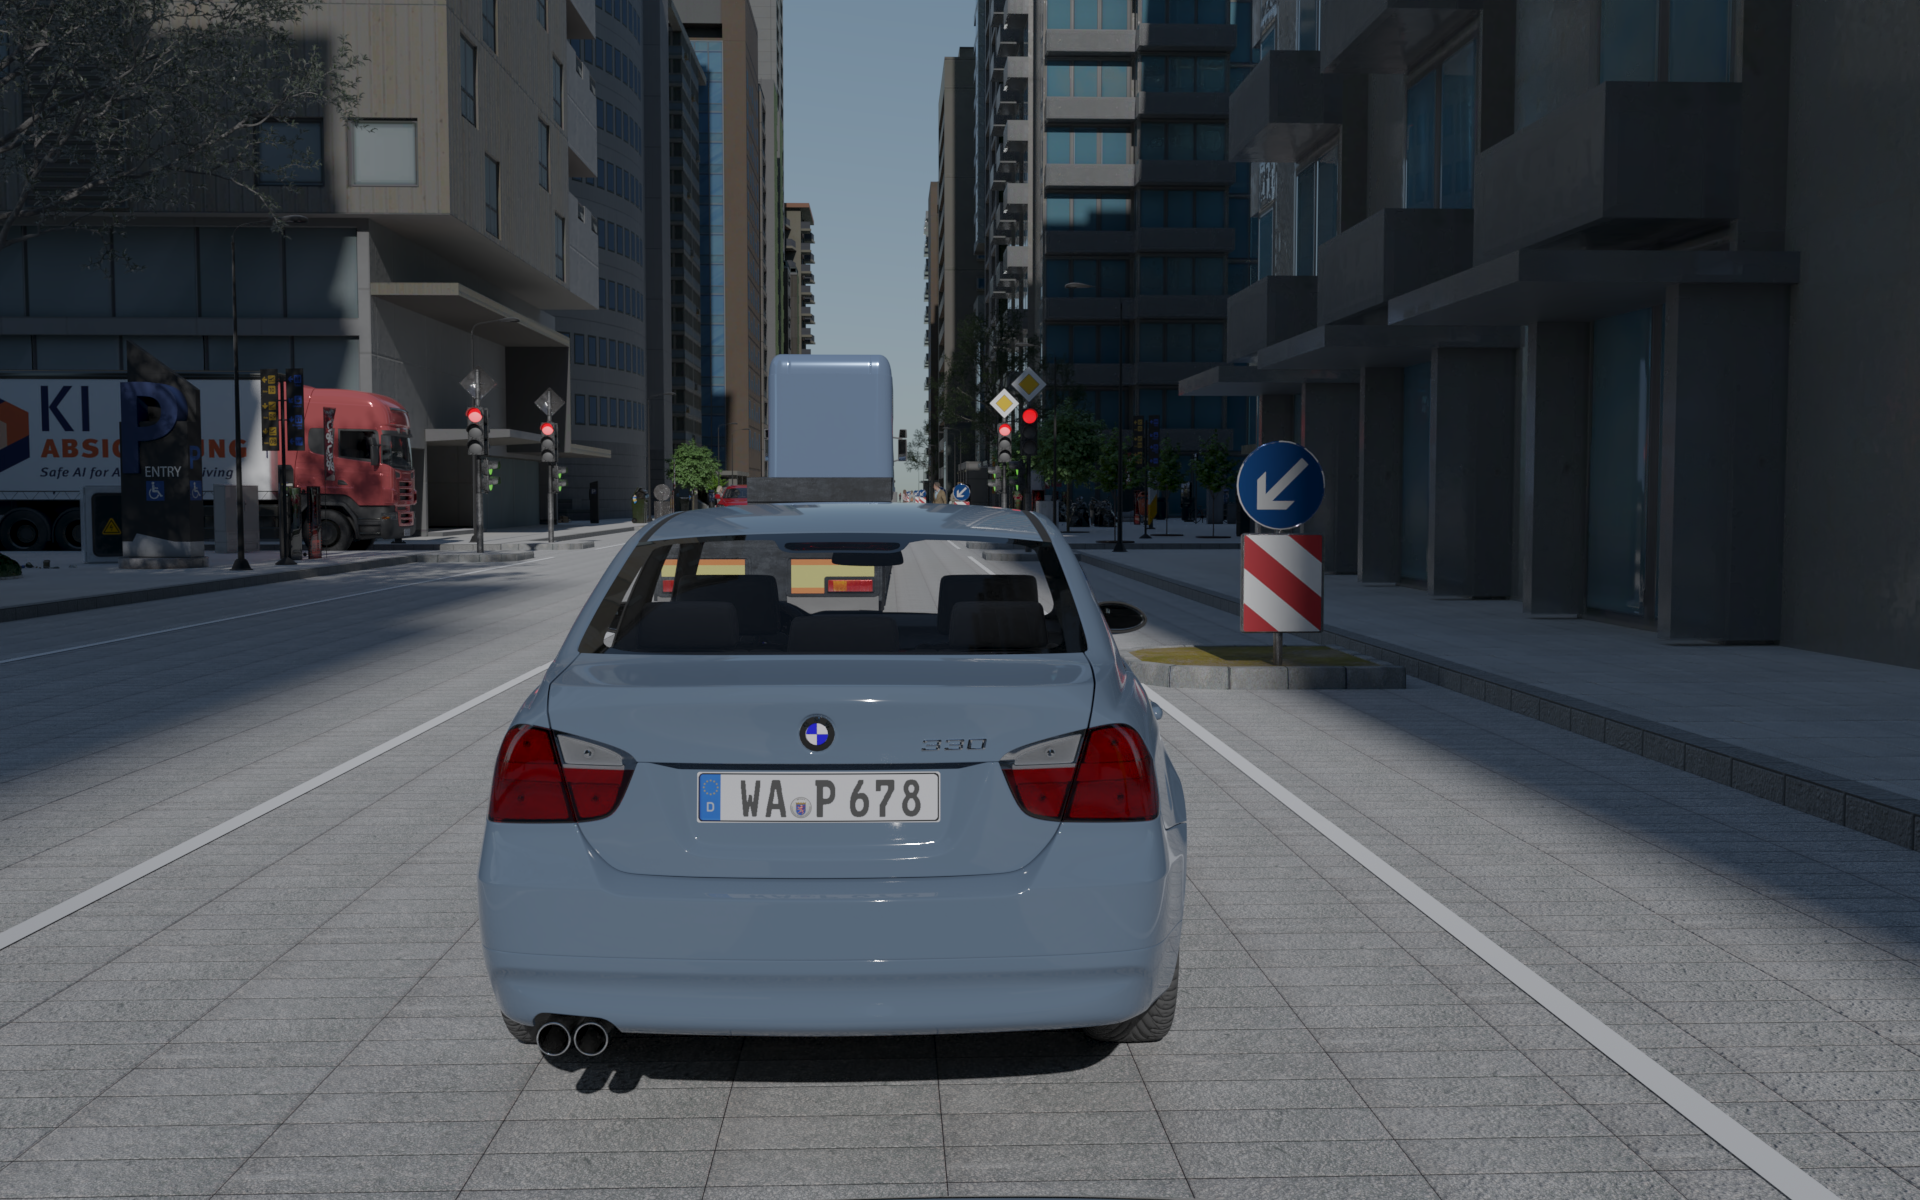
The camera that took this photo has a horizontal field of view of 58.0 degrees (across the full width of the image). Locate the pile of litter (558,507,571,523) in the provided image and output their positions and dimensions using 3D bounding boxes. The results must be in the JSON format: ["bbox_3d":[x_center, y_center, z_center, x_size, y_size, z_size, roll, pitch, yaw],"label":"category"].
[{"bbox_3d":[-17.895,-3.879,77.380,1.176,0.858,1.719,2,4,27],"label":"pile of litter"}]

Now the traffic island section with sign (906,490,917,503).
[{"bbox_3d":[-3.293,-8.362,145.345,1.989,1.847,2.006,0,4,-2],"label":"traffic island section with sign"}]

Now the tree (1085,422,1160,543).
[{"bbox_3d":[3.968,-3.106,45.388,1.663,3.219,1.824,0,3,0],"label":"tree"}]

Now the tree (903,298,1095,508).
[{"bbox_3d":[2.278,-9.010,81.724,8.767,10.594,7.601,1,4,11],"label":"tree"}]

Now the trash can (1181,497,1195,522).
[{"bbox_3d":[10.511,-4.148,79.471,0.748,1.137,0.748,0,3,0],"label":"trash can"}]

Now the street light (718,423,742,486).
[{"bbox_3d":[-15.130,-8.563,112.548,1.470,5.913,1.316,0,4,-2],"label":"street light"}]

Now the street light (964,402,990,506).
[{"bbox_3d":[0.917,-7.008,87.123,1.470,5.913,1.316,0,4,-2],"label":"street light"}]

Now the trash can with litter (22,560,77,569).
[{"bbox_3d":[-16.341,-1.131,29.544,2.233,1.210,1.678,-2,4,-24],"label":"trash can with litter"}]

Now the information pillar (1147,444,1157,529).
[{"bbox_3d":[7.015,-4.390,63.139,0.183,3.616,0.504,3,4,38],"label":"information pillar"}]

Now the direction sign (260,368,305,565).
[{"bbox_3d":[-12.237,-2.407,31.346,0.876,3.537,0.379,1,4,15],"label":"direction sign"}]

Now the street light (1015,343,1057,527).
[{"bbox_3d":[2.386,-4.943,53.361,1.470,5.913,1.316,0,4,-2],"label":"street light"}]

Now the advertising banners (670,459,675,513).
[{"bbox_3d":[-14.102,-5.429,84.960,0.090,3.025,2.074,0,4,-1],"label":"advertising banners"}]

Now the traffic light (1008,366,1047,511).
[{"bbox_3d":[1.495,-3.015,38.211,0.839,4.253,0.868,0,4,-2],"label":"traffic light"}]

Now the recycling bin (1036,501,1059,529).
[{"bbox_3d":[3.111,-3.009,61.748,0.722,1.027,0.722,0,4,-7],"label":"recycling bin"}]

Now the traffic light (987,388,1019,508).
[{"bbox_3d":[1.160,-3.503,46.189,0.839,4.253,0.868,0,4,-2],"label":"traffic light"}]

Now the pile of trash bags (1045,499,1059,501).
[{"bbox_3d":[3.731,-4.311,80.244,1.912,1.369,3.447,-1,4,-18],"label":"pile of trash bags"}]

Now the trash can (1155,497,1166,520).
[{"bbox_3d":[9.969,-4.546,85.976,0.748,1.137,0.748,0,3,0],"label":"trash can"}]

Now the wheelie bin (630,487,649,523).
[{"bbox_3d":[-14.026,-4.161,75.937,0.693,1.594,0.980,0,4,4],"label":"wheelie bin"}]

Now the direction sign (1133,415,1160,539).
[{"bbox_3d":[5.352,-3.538,49.844,0.876,3.537,0.379,3,4,38],"label":"direction sign"}]

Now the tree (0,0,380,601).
[{"bbox_3d":[-12.204,-6.708,20.042,12.009,13.543,11.850,0,3,0],"label":"tree"}]

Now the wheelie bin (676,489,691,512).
[{"bbox_3d":[-18.240,-6.500,114.184,0.980,1.594,0.693,-1,4,-14],"label":"wheelie bin"}]

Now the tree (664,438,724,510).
[{"bbox_3d":[-15.434,-7.136,100.390,4.285,4.588,4.351,0,3,0],"label":"tree"}]

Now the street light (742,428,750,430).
[{"bbox_3d":[-15.538,-9.164,122.365,1.470,5.913,1.316,0,4,-2],"label":"street light"}]

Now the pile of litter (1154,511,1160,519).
[{"bbox_3d":[9.598,-4.543,88.235,1.719,0.858,1.176,-3,4,-37],"label":"pile of litter"}]

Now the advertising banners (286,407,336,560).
[{"bbox_3d":[-12.786,-2.325,34.200,0.090,3.025,2.074,0,4,7],"label":"advertising banners"}]

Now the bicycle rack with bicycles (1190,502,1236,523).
[{"bbox_3d":[12.039,-3.877,76.764,2.852,0.926,2.925,-3,5,-41],"label":"bicycle rack with bicycles"}]

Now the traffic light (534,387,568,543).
[{"bbox_3d":[-10.790,-3.471,45.673,0.839,4.253,0.868,0,4,-2],"label":"traffic light"}]

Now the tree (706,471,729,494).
[{"bbox_3d":[-16.648,-7.476,116.833,1.663,3.219,1.824,0,3,0],"label":"tree"}]

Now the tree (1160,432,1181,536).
[{"bbox_3d":[6.443,-3.572,53.000,1.663,3.219,1.824,0,3,0],"label":"tree"}]

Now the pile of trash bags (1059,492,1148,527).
[{"bbox_3d":[5.808,-3.532,67.505,3.447,1.369,1.912,1,4,11],"label":"pile of trash bags"}]

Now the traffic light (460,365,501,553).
[{"bbox_3d":[-10.455,-2.983,37.695,0.839,4.253,0.868,0,4,-2],"label":"traffic light"}]

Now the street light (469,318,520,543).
[{"bbox_3d":[-12.277,-4.474,45.699,1.470,5.913,1.316,0,4,-2],"label":"street light"}]

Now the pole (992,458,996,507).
[{"bbox_3d":[1.819,-6.040,92.589,0.158,3.312,0.155,0,3,0],"label":"pole"}]

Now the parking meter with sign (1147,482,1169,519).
[{"bbox_3d":[9.969,-5.727,89.899,1.738,3.016,0.543,-1,4,-15],"label":"parking meter with sign"}]

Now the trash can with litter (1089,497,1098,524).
[{"bbox_3d":[6.033,-3.822,73.881,1.055,1.170,0.624,0,4,-1],"label":"trash can with litter"}]

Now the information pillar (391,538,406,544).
[{"bbox_3d":[-14.480,-3.266,44.750,0.504,3.616,0.183,1,4,22],"label":"information pillar"}]

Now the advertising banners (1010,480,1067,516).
[{"bbox_3d":[2.884,-4.180,64.527,2.074,3.025,0.090,0,4,-1],"label":"advertising banners"}]

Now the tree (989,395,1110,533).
[{"bbox_3d":[3.677,-4.514,57.521,4.285,4.588,4.351,0,3,0],"label":"tree"}]

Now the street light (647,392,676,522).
[{"bbox_3d":[-13.683,-6.528,79.276,1.470,5.913,1.316,0,4,-2],"label":"street light"}]

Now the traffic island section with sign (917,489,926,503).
[{"bbox_3d":[-1.220,-5.350,96.103,1.989,1.847,2.006,0,4,-2],"label":"traffic island section with sign"}]

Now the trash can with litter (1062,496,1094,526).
[{"bbox_3d":[4.986,-3.649,70.718,1.678,1.210,2.233,0,4,3],"label":"trash can with litter"}]

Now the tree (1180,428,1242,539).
[{"bbox_3d":[7.517,-3.411,50.374,1.663,3.219,1.824,0,3,0],"label":"tree"}]

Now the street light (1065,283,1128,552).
[{"bbox_3d":[3.008,-4.020,38.262,1.470,5.913,1.316,0,4,-2],"label":"street light"}]

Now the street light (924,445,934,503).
[{"bbox_3d":[-2.359,-11.652,163.058,1.470,5.913,1.316,0,4,-2],"label":"street light"}]

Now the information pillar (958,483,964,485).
[{"bbox_3d":[0.067,-6.504,110.832,0.304,2.012,0.304,2,4,33],"label":"information pillar"}]

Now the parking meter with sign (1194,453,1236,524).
[{"bbox_3d":[10.901,-4.748,73.893,1.738,3.016,0.543,0,4,-1],"label":"parking meter with sign"}]

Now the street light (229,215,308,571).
[{"bbox_3d":[-11.552,-3.452,28.980,1.470,5.913,1.316,0,4,-2],"label":"street light"}]

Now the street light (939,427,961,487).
[{"bbox_3d":[-0.500,-9.060,120.677,1.470,5.913,1.316,0,4,-2],"label":"street light"}]

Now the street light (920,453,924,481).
[{"bbox_3d":[-3.734,-13.723,196.913,1.470,5.913,1.316,0,4,-2],"label":"street light"}]

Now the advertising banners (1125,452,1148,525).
[{"bbox_3d":[7.405,-4.648,72.180,0.090,3.025,2.074,-2,4,-26],"label":"advertising banners"}]
